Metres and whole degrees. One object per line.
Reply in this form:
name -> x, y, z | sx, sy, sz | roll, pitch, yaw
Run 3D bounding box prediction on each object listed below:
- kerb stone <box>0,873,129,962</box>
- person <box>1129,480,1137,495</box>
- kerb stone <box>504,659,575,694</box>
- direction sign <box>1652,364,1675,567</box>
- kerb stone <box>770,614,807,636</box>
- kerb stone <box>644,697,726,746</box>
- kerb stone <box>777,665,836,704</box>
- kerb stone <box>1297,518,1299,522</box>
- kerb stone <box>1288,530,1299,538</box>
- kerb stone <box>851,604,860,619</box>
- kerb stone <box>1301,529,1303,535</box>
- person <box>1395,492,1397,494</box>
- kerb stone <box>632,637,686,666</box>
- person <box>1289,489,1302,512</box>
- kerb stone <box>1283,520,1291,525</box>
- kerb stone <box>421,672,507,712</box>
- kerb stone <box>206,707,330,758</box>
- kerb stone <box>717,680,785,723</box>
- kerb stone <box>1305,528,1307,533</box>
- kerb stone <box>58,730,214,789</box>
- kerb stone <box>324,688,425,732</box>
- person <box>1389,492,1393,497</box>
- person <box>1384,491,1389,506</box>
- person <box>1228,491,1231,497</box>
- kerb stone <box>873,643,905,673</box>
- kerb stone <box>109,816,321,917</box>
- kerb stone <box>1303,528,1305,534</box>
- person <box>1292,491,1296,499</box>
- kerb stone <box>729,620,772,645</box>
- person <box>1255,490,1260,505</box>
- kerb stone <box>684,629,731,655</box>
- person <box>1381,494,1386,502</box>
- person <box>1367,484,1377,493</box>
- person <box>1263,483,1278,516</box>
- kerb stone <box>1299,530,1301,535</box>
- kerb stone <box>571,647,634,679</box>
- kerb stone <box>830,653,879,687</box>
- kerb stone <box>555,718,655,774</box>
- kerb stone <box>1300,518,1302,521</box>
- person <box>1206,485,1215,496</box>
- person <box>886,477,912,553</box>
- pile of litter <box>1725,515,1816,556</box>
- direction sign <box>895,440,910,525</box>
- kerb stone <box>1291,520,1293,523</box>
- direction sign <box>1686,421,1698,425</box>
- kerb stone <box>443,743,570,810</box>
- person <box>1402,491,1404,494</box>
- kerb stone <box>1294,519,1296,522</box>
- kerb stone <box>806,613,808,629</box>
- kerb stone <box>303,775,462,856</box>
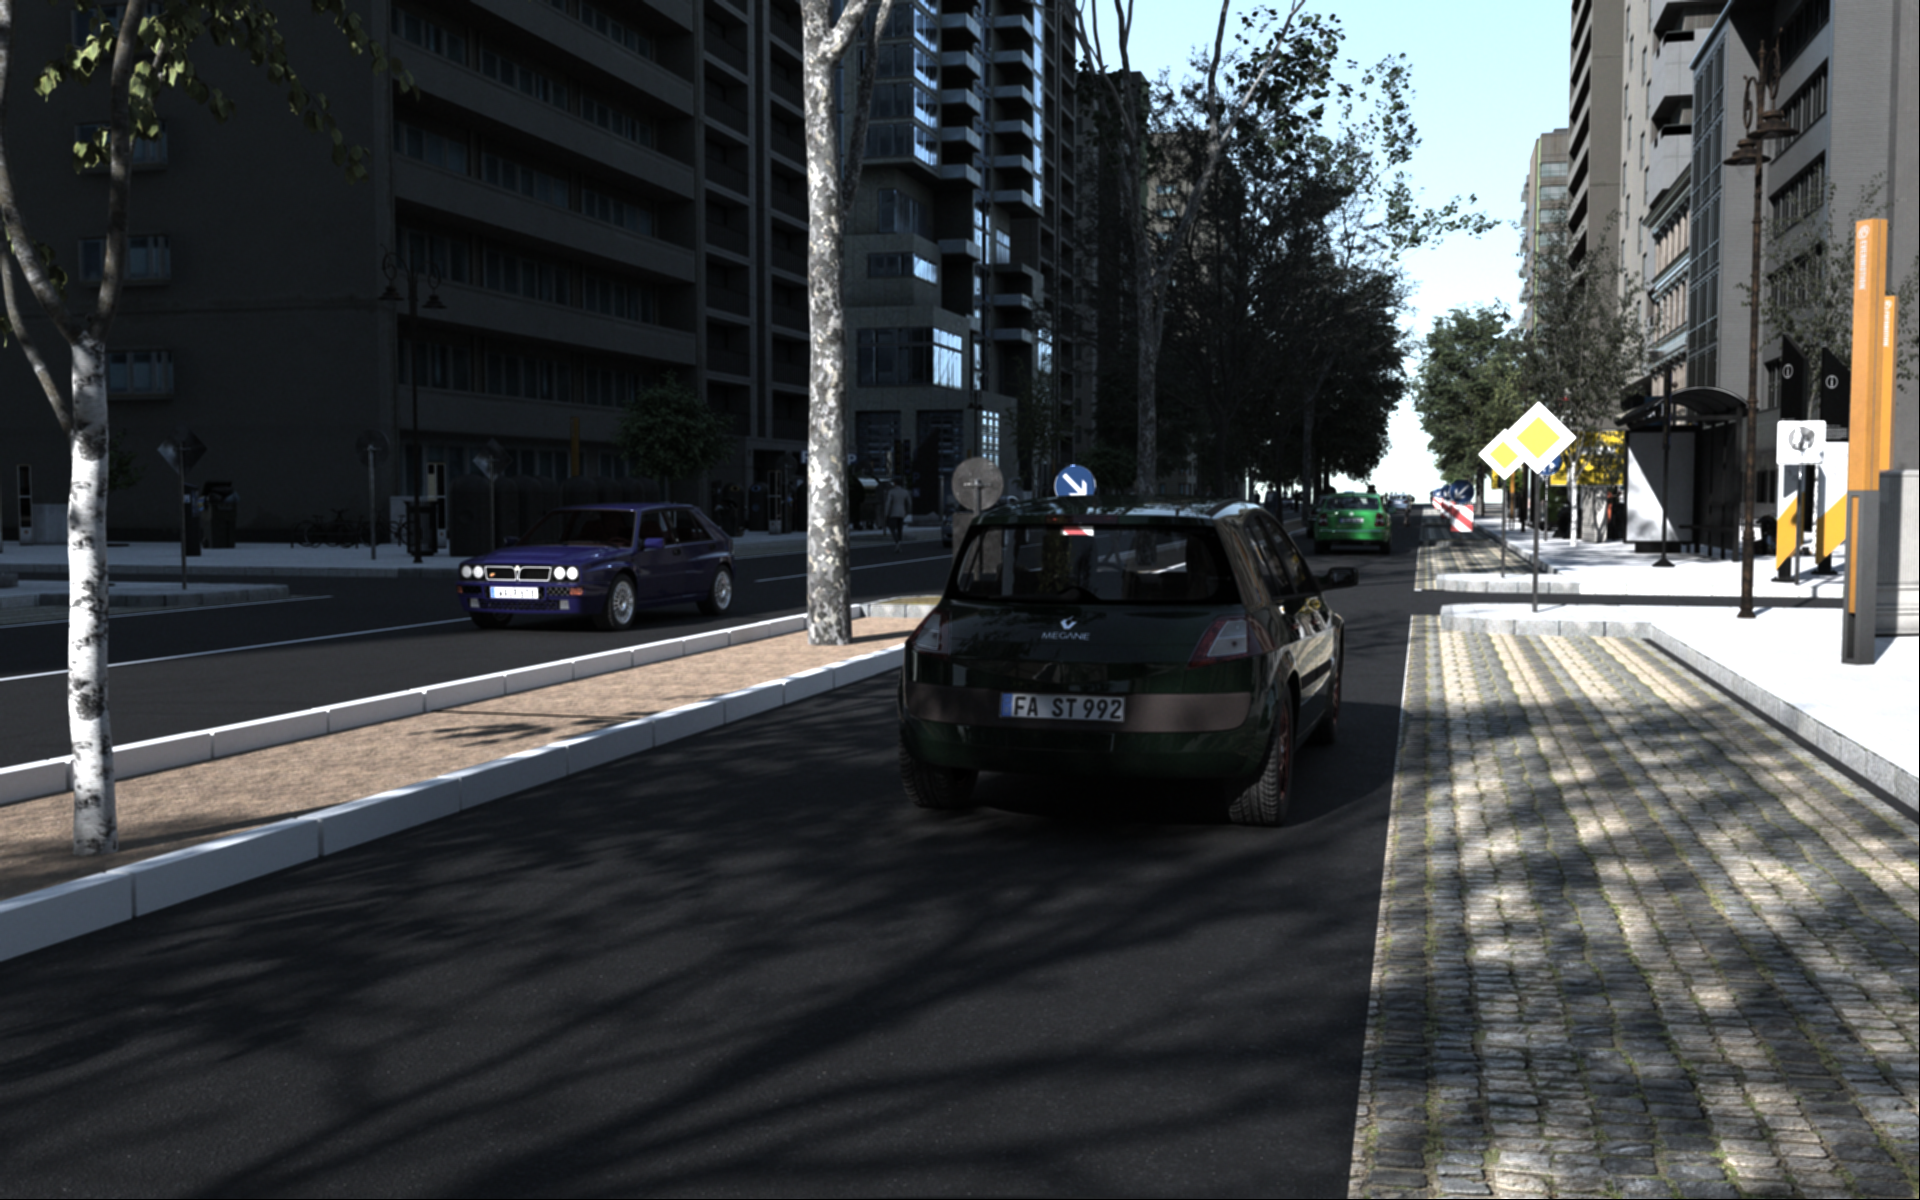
kerb stone -> -2.982, 1.029, 5.375 | 0.120, 0.150, 1.000 | 1, 4, 15
person -> 4.460, -2.108, 43.314 | 0.624, 1.780, 0.694 | -3, 4, -38
kerb stone -> -3.159, 0.574, 12.815 | 0.120, 0.150, 1.000 | 1, 4, 15
direction sign -> 12.440, -2.356, 30.518 | 0.379, 3.537, 0.876 | 2, 4, 28
kerb stone -> -1.828, 0.271, 17.765 | 0.120, 0.150, 1.000 | 1, 4, 15
kerb stone -> -1.658, 0.728, 10.319 | 0.120, 0.150, 1.000 | 1, 4, 15
kerb stone -> -1.121, 0.606, 12.294 | 0.120, 0.150, 1.000 | 1, 4, 15
kerb stone -> 16.918, -4.001, 87.612 | 0.120, 0.150, 1.000 | 1, 4, 15
kerb stone -> 11.232, -2.208, 58.329 | 0.120, 0.150, 1.000 | 1, 4, 15
kerb stone -> -1.300, 0.156, 19.749 | 0.120, 0.150, 1.000 | 1, 4, 15
kerb stone -> 11.762, -2.329, 60.307 | 0.120, 0.150, 1.000 | 1, 4, 15
person -> 55.614, -12.977, 221.386 | 1.217, 1.736, 0.721 | -3, 5, -40
kerb stone -> -2.626, 0.453, 14.797 | 0.120, 0.150, 1.000 | 1, 4, 15
person -> 26.839, -7.922, 138.168 | 1.348, 1.807, 0.705 | -2, 4, -34
kerb stone -> 15.592, -3.698, 82.661 | 0.120, 0.150, 1.000 | 1, 4, 15
kerb stone -> -3.421, 0.634, 11.827 | 0.120, 0.150, 1.000 | 1, 4, 15
kerb stone -> -3.955, 0.760, 9.843 | 0.120, 0.150, 1.000 | 1, 4, 15
kerb stone -> -1.391, 0.666, 11.305 | 0.120, 0.150, 1.000 | 1, 4, 15
kerb stone -> 12.294, -2.452, 62.280 | 0.120, 0.150, 1.000 | 1, 4, 15
kerb stone -> -4.217, 0.816, 8.848 | 0.120, 0.150, 1.000 | 1, 4, 15
kerb stone -> -3.692, 0.697, 10.831 | 0.120, 0.150, 1.000 | 1, 4, 15
person -> 46.939, -10.941, 188.321 | 0.436, 1.711, 0.756 | 0, 4, 7
person -> 51.296, -12.211, 208.674 | 0.721, 1.766, 1.217 | -3, 5, -40
person -> 23.046, -8.512, 148.476 | 0.445, 1.727, 0.742 | 0, 4, -4
kerb stone -> -0.599, 0.492, 14.271 | 0.120, 0.150, 1.000 | 1, 4, 15
kerb stone -> -2.719, 0.968, 6.363 | 0.120, 0.150, 1.000 | 1, 4, 15
kerb stone -> 12.025, -2.391, 61.294 | 0.120, 0.150, 1.000 | 1, 4, 15
person -> 41.131, -12.482, 212.577 | 1.348, 1.824, 0.705 | 3, 4, 37
kerb stone -> -2.088, 0.334, 16.777 | 0.120, 0.150, 1.000 | 1, 4, 15
person -> 19.112, -6.253, 111.648 | 0.530, 1.710, 0.541 | -2, 4, -30
kerb stone -> -2.361, 0.395, 15.788 | 0.120, 0.150, 1.000 | 1, 4, 15
person -> 48.679, -11.486, 199.554 | 1.065, 1.426, 0.557 | 1, 4, 15
person -> 16.991, -3.859, 71.565 | 0.573, 1.828, 0.580 | -2, 4, -32
person -> 11.017, -3.224, 61.239 | 0.654, 1.822, 0.581 | -3, 5, -41
kerb stone -> 11.500, -2.270, 59.316 | 0.120, 0.150, 1.000 | 1, 4, 15
kerb stone -> -2.896, 0.513, 13.806 | 0.120, 0.150, 1.000 | 1, 4, 15
kerb stone -> -0.854, 0.545, 13.281 | 0.120, 0.150, 1.000 | 1, 4, 15
kerb stone -> -1.927, 0.787, 9.332 | 0.120, 0.150, 1.000 | 1, 4, 15
kerb stone -> 17.447, -4.122, 89.597 | 0.120, 0.150, 1.000 | 1, 4, 15
person -> 9.735, -3.609, 67.906 | 0.834, 1.777, 0.661 | -2, 4, -31
person -> -1.497, -2.097, 42.627 | 0.661, 1.843, 0.795 | -1, 4, -23
pile of litter -> 17.146, -1.384, 36.598 | 1.176, 0.858, 1.719 | -3, 5, -40
direction sign -> -2.402, -4.908, 72.242 | 0.876, 3.537, 0.379 | 3, 5, 42
kerb stone -> 15.853, -3.757, 83.649 | 0.120, 0.150, 1.000 | 1, 4, 15
direction sign -> 22.140, -3.691, 52.353 | 0.379, 3.537, 0.876 | 0, 4, -3
kerb stone -> -2.187, 0.847, 8.343 | 0.120, 0.150, 1.000 | 1, 4, 15
person -> 65.127, -15.033, 254.305 | 1.348, 1.823, 0.705 | -1, 4, -16
kerb stone -> 16.388, -3.879, 85.634 | 0.120, 0.150, 1.000 | 1, 4, 15
kerb stone -> -1.550, 0.210, 18.757 | 0.120, 0.150, 1.000 | 1, 4, 15
kerb stone -> -2.447, 0.909, 7.353 | 0.120, 0.150, 1.000 | 1, 4, 15
